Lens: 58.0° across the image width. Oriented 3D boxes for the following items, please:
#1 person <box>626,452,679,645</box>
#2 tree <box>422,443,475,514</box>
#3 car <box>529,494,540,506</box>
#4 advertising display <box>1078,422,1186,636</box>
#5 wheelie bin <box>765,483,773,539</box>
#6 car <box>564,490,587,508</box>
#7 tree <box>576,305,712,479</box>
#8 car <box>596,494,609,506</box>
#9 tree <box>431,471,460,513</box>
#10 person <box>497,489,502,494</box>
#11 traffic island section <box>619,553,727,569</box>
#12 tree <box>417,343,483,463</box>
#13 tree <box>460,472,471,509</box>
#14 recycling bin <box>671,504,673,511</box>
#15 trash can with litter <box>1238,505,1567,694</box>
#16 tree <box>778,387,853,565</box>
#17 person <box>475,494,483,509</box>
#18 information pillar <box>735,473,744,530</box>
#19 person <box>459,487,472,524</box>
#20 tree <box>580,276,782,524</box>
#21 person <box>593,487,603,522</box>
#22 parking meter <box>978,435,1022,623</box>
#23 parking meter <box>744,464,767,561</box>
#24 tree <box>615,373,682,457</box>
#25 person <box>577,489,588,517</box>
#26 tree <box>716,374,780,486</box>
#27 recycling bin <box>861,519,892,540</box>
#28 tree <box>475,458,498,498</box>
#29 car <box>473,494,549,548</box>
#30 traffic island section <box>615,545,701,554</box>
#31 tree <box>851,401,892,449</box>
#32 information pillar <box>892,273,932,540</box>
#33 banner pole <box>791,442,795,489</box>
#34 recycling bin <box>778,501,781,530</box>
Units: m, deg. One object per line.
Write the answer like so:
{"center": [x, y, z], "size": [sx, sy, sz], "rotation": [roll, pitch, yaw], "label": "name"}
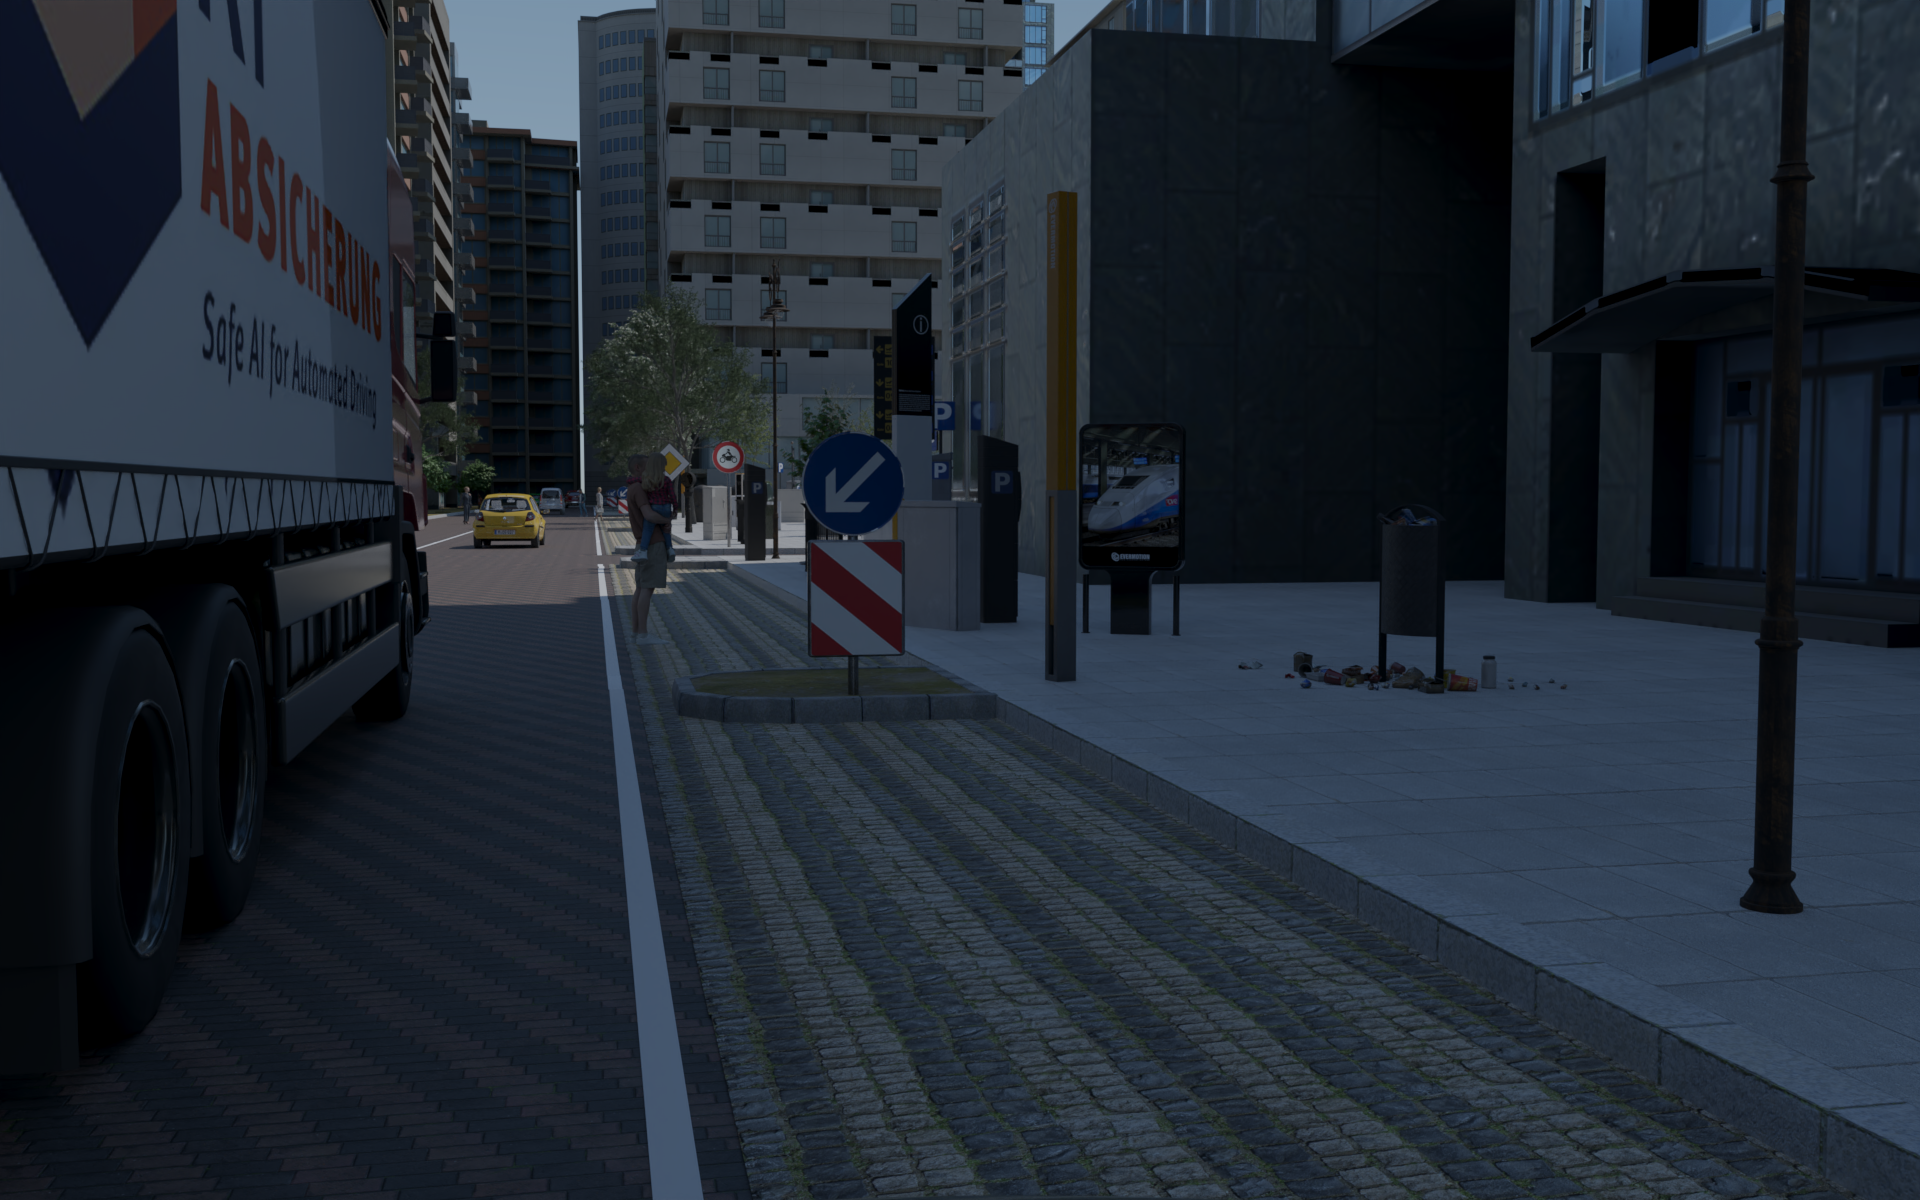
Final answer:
{"center": [-2.959, -0.491, 16.495], "size": [0.580, 1.828, 0.573], "rotation": [2, 4, 23], "label": "person"}
{"center": [-34.494, -7.805, 111.321], "size": [4.285, 4.588, 4.351], "rotation": [0, 3, 0], "label": "tree"}
{"center": [-43.527, -10.310, 177.371], "size": [1.959, 1.807, 4.718], "rotation": [-1, 4, -11], "label": "car"}
{"center": [1.564, -0.647, 15.791], "size": [0.974, 1.923, 0.123], "rotation": [1, 4, 20], "label": "advertising display"}
{"center": [-5.688, -2.529, 49.263], "size": [0.980, 1.594, 0.693], "rotation": [-3, 5, -43], "label": "wheelie bin"}
{"center": [-39.009, -10.209, 175.595], "size": [2.281, 1.827, 5.304], "rotation": [-1, 4, -12], "label": "car"}
{"center": [-20.641, -12.663, 113.690], "size": [9.857, 13.997, 8.962], "rotation": [0, 3, 0], "label": "tree"}
{"center": [-37.150, -10.364, 181.461], "size": [2.014, 1.417, 4.499], "rotation": [-1, 4, -12], "label": "car"}
{"center": [-35.886, -7.667, 119.962], "size": [1.663, 3.219, 1.824], "rotation": [0, 3, 0], "label": "tree"}
{"center": [-39.355, -8.536, 148.074], "size": [1.348, 1.824, 0.705], "rotation": [0, 4, -4], "label": "person"}
{"center": [-5.696, -0.731, 34.228], "size": [2.009, 0.180, 2.903], "rotation": [-1, 4, -12], "label": "traffic island section"}
{"center": [-32.178, -10.352, 103.669], "size": [7.601, 10.594, 8.767], "rotation": [-1, 4, -23], "label": "tree"}
{"center": [-43.795, -9.666, 152.636], "size": [1.663, 3.219, 1.824], "rotation": [0, 3, 0], "label": "tree"}
{"center": [-15.984, -5.026, 94.723], "size": [0.722, 1.027, 0.722], "rotation": [-2, 4, -32], "label": "recycling bin"}
{"center": [2.890, -0.054, 11.948], "size": [1.678, 1.210, 2.233], "rotation": [-2, 4, -33], "label": "trash can with litter"}
{"center": [-2.529, -2.254, 31.450], "size": [1.663, 3.219, 1.824], "rotation": [0, 3, 0], "label": "tree"}
{"center": [-34.164, -6.812, 123.131], "size": [0.557, 1.426, 1.065], "rotation": [-3, 5, -43], "label": "person"}
{"center": [-7.781, -3.496, 61.659], "size": [0.304, 2.012, 0.304], "rotation": [2, 4, 30], "label": "information pillar"}
{"center": [-23.438, -4.476, 82.098], "size": [0.534, 1.772, 0.576], "rotation": [1, 4, 12], "label": "person"}
{"center": [-11.567, -8.530, 73.883], "size": [8.767, 10.594, 7.601], "rotation": [-2, 4, -35], "label": "tree"}
{"center": [-18.742, -4.952, 89.825], "size": [0.624, 1.780, 0.694], "rotation": [-1, 4, -20], "label": "person"}
{"center": [0.392, -0.708, 17.289], "size": [0.399, 1.863, 0.255], "rotation": [-1, 4, -17], "label": "parking meter"}
{"center": [-3.931, -1.689, 33.331], "size": [0.399, 1.863, 0.255], "rotation": [-2, 4, -27], "label": "parking meter"}
{"center": [-17.983, -9.296, 102.359], "size": [4.360, 8.622, 3.978], "rotation": [0, 3, 0], "label": "tree"}
{"center": [-23.803, -6.129, 109.052], "size": [0.623, 1.781, 0.721], "rotation": [1, 4, 20], "label": "person"}
{"center": [-12.352, -9.088, 98.953], "size": [4.737, 8.622, 4.395], "rotation": [0, 3, 0], "label": "tree"}
{"center": [-1.612, -1.365, 34.880], "size": [0.722, 1.027, 0.722], "rotation": [-1, 4, -8], "label": "recycling bin"}
{"center": [-43.716, -10.629, 157.494], "size": [4.285, 4.588, 4.351], "rotation": [0, 3, 0], "label": "tree"}
{"center": [-12.256, -2.262, 47.215], "size": [2.015, 1.641, 3.980], "rotation": [-1, 4, -10], "label": "car"}
{"center": [-7.354, -1.208, 42.040], "size": [2.009, 0.180, 2.903], "rotation": [-1, 4, -12], "label": "traffic island section"}
{"center": [-4.546, -9.595, 107.233], "size": [4.737, 8.622, 4.395], "rotation": [0, 3, 0], "label": "tree"}
{"center": [-0.495, -1.650, 18.331], "size": [0.504, 3.616, 0.183], "rotation": [-3, 5, -39], "label": "information pillar"}
{"center": [-7.952, -5.659, 82.549], "size": [0.401, 3.779, 0.863], "rotation": [-1, 4, -15], "label": "banner pole"}
{"center": [-6.724, -2.989, 61.426], "size": [0.722, 1.027, 0.722], "rotation": [-1, 4, -9], "label": "recycling bin"}
